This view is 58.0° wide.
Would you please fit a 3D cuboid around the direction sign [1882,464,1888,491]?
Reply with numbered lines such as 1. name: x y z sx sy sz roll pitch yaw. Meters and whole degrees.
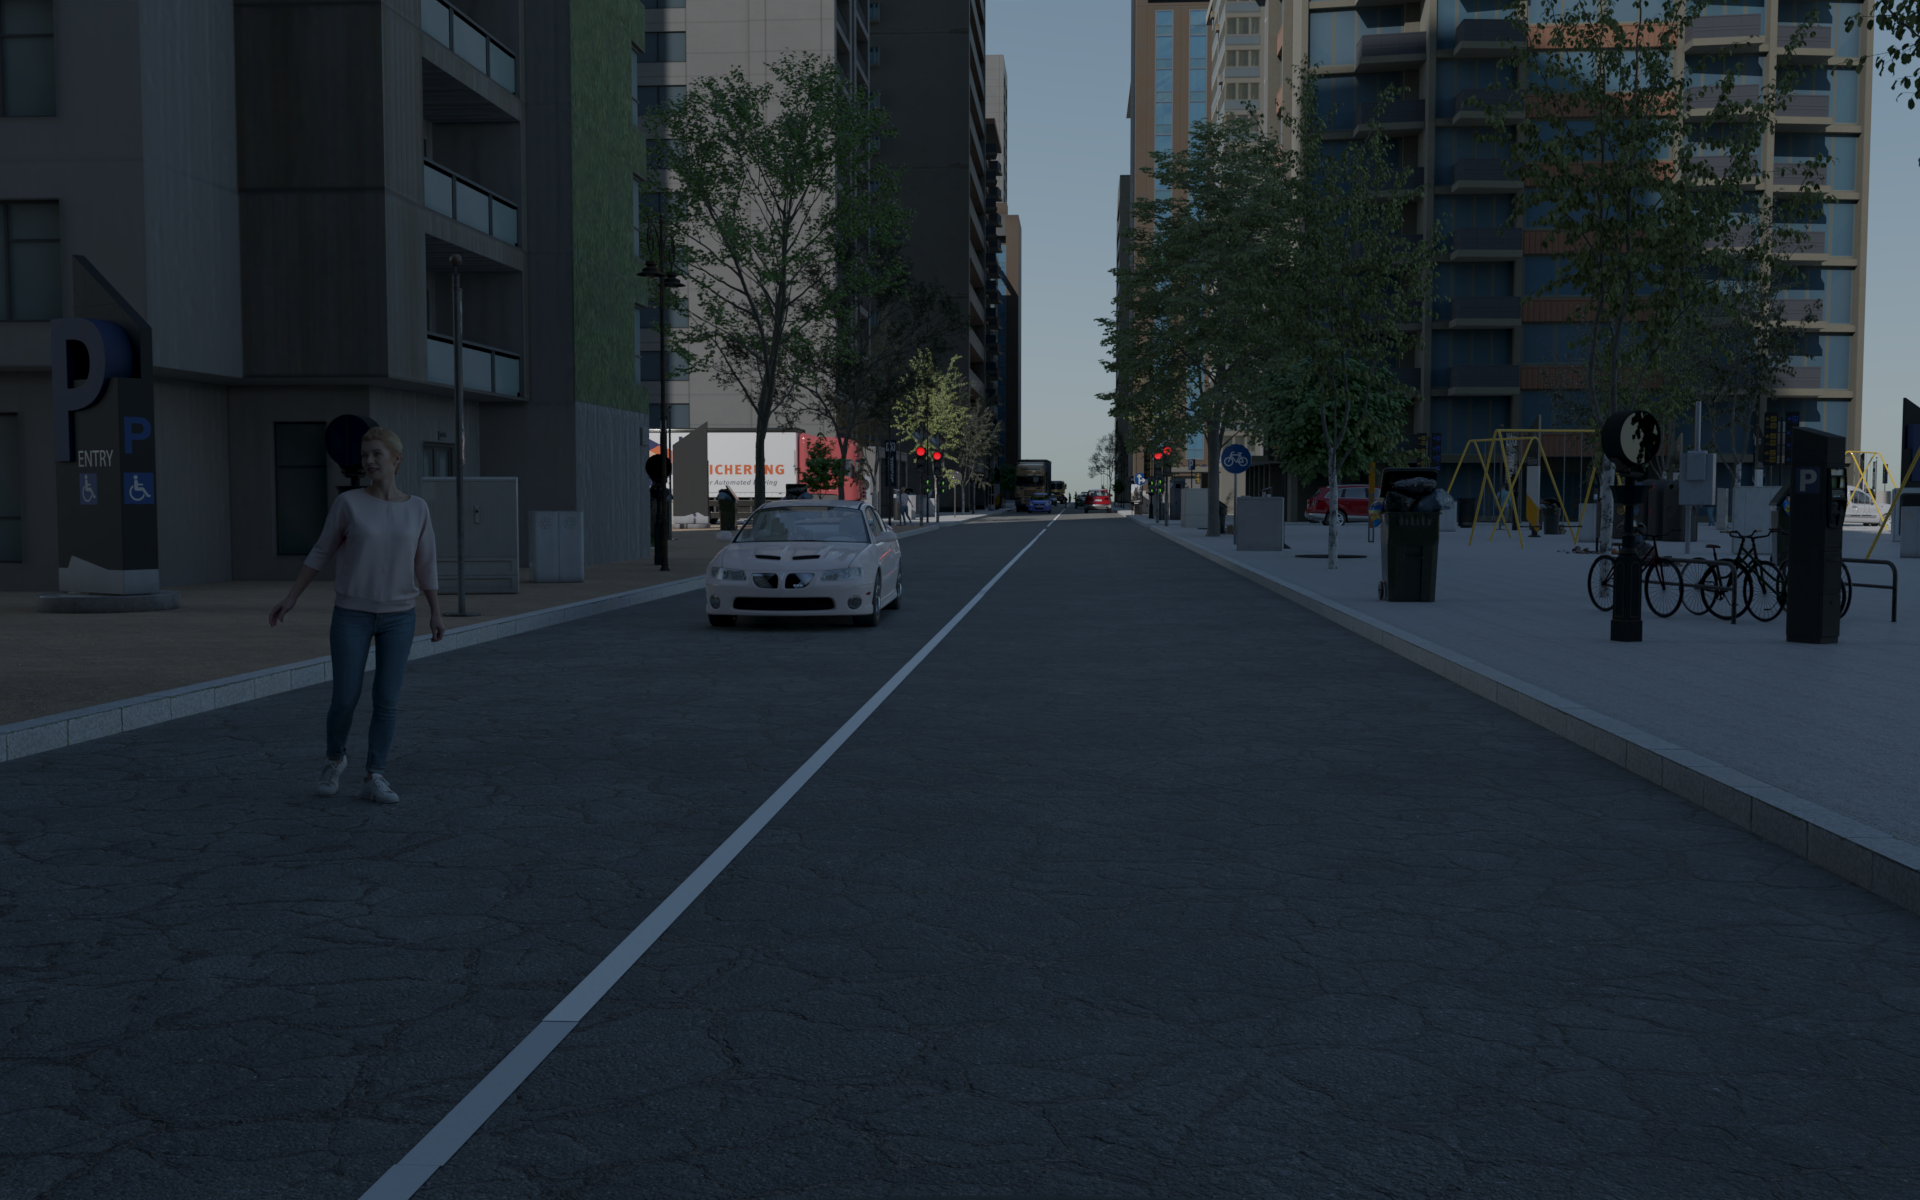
1. direction sign: 69.317 -8.429 129.811 0.876 3.537 0.379 -3 5 -40

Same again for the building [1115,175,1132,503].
1. building: 33.287 -38.217 248.556 21.300 48.544 21.600 0 4 4

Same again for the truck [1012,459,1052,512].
1. truck: 6.005 -9.347 141.733 2.839 4.237 11.283 0 4 6

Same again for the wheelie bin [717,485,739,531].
1. wheelie bin: -8.180 -3.246 60.983 0.693 1.594 0.980 0 4 2

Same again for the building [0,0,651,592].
1. building: -13.755 -21.039 27.583 14.154 41.232 14.086 0 4 4

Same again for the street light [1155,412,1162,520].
1. street light: 9.713 -6.804 84.038 0.468 5.910 1.993 0 4 4

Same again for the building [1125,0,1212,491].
1. building: 20.946 -30.021 140.955 14.600 45.320 14.200 0 4 4

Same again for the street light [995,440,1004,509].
1. street light: 3.196 -10.511 144.647 0.468 5.910 1.993 0 4 4

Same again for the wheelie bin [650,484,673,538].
1. wheelie bin: -8.663 -2.566 49.865 0.693 1.594 0.980 1 4 22

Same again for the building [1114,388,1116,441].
1. building: 38.605 -26.280 274.708 27.650 21.520 28.899 0 4 4

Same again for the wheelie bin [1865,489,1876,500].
1. wheelie bin: 57.769 -6.250 110.092 0.693 1.594 0.980 1 4 9

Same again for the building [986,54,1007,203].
1. building: -0.351 -51.959 287.773 20.563 71.187 20.611 0 4 4

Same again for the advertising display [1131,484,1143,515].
1. advertising display: 10.961 -6.249 107.384 0.123 1.923 0.974 -3 4 -37

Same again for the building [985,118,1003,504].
1. building: -6.521 -33.279 198.735 22.147 44.769 28.867 0 4 4

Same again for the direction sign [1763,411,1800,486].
1. direction sign: 22.584 -3.406 47.685 0.876 3.537 0.379 2 4 28

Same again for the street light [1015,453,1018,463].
1. street light: 6.202 -13.170 188.117 0.468 5.910 1.993 0 4 4

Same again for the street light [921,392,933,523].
1. street light: -1.458 -6.421 77.774 0.468 5.910 1.993 0 4 4

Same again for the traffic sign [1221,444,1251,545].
1. traffic sign: 6.984 -2.679 43.907 0.768 2.556 0.104 0 4 8

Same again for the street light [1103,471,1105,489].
1. street light: 20.724 -16.556 243.475 0.468 5.910 1.993 0 4 4

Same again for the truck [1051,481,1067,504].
1. truck: 13.863 -15.622 251.341 3.469 3.379 9.791 0 4 5

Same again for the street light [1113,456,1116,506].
1. street light: 17.244 -13.476 193.114 0.468 5.910 1.993 0 4 4

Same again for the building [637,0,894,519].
1. building: -13.646 -40.355 98.048 20.563 71.187 20.611 0 4 4

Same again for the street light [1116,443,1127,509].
1. street light: 14.893 -11.436 159.758 0.468 5.910 1.993 0 4 4

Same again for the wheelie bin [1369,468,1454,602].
1. wheelie bin: 5.413 -0.784 20.731 0.980 1.594 0.693 0 4 4

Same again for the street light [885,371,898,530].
1. street light: -2.532 -5.470 62.230 0.468 5.910 1.993 0 4 4

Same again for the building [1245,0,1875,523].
1. building: 28.206 -26.387 86.053 28.867 44.769 22.147 0 4 4

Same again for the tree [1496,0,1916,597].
1. tree: 8.267 -4.338 21.292 4.737 8.622 4.395 0 3 0

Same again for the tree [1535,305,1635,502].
1. tree: 23.965 -7.021 65.156 4.360 8.622 3.978 0 3 0

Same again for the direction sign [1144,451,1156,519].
1. direction sign: 10.034 -6.030 90.579 0.876 3.537 0.379 -1 4 -10

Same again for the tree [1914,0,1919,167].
1. tree: 8.331 -3.755 11.755 4.737 8.622 4.395 0 3 0

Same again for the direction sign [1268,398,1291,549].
1. direction sign: 7.574 -2.968 40.529 0.379 3.537 0.876 -3 5 -43

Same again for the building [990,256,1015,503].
1. building: -7.112 -34.183 250.769 32.217 40.220 23.993 0 4 4

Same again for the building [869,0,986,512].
1. building: -9.276 -31.032 131.070 21.300 48.544 21.600 0 4 4

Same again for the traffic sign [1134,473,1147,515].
1. traffic sign: 10.830 -6.358 104.058 0.768 2.556 0.104 0 4 4

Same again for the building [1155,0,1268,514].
1. building: 29.242 -25.783 113.430 32.217 40.220 23.993 0 4 4

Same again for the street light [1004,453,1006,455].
1. street light: 3.820 -11.093 154.150 0.468 5.910 1.993 0 4 4

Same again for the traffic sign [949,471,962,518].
1. traffic sign: -0.278 -5.783 94.661 0.768 2.556 0.104 0 4 5

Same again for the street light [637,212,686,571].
1. street light: -4.933 -3.424 28.764 0.468 5.910 1.993 0 4 4

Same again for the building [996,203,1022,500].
1. building: 2.425 -37.893 269.663 14.600 45.320 14.200 0 4 4

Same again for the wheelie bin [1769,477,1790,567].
1. wheelie bin: 14.792 -1.399 30.783 0.693 1.594 0.980 1 4 14

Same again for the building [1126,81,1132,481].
1. building: 34.796 -37.978 210.174 28.713 52.752 27.495 0 4 4

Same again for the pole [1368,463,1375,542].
1. pole: 10.910 -3.182 45.863 0.158 3.312 0.155 0 3 0

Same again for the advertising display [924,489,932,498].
1. advertising display: -2.113 -6.683 114.487 0.123 1.923 0.974 2 4 28

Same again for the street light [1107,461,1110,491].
1. street light: 19.566 -15.557 227.144 0.468 5.910 1.993 0 4 4

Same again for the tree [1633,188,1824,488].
1. tree: 19.034 -5.631 42.424 4.360 8.622 3.978 0 3 0

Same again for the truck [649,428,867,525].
1. truck: -9.039 -5.223 74.311 11.283 4.237 2.839 0 4 3

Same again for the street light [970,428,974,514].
1. street light: 0.843 -8.471 111.290 0.468 5.910 1.993 0 4 4

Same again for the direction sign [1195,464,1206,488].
1. direction sign: 18.325 -8.553 131.830 0.876 3.537 0.379 2 4 29

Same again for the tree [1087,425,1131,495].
1. tree: 20.616 -18.397 235.196 7.601 10.594 8.767 1 4 17

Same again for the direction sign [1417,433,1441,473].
1. direction sign: 17.328 -4.408 64.060 0.876 3.537 0.379 0 4 3

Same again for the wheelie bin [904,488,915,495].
1. wheelie bin: -2.868 -5.396 96.125 0.980 1.594 0.693 2 4 30

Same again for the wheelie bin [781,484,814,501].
1. wheelie bin: -4.890 -2.702 52.093 0.980 1.594 0.693 0 4 -2
